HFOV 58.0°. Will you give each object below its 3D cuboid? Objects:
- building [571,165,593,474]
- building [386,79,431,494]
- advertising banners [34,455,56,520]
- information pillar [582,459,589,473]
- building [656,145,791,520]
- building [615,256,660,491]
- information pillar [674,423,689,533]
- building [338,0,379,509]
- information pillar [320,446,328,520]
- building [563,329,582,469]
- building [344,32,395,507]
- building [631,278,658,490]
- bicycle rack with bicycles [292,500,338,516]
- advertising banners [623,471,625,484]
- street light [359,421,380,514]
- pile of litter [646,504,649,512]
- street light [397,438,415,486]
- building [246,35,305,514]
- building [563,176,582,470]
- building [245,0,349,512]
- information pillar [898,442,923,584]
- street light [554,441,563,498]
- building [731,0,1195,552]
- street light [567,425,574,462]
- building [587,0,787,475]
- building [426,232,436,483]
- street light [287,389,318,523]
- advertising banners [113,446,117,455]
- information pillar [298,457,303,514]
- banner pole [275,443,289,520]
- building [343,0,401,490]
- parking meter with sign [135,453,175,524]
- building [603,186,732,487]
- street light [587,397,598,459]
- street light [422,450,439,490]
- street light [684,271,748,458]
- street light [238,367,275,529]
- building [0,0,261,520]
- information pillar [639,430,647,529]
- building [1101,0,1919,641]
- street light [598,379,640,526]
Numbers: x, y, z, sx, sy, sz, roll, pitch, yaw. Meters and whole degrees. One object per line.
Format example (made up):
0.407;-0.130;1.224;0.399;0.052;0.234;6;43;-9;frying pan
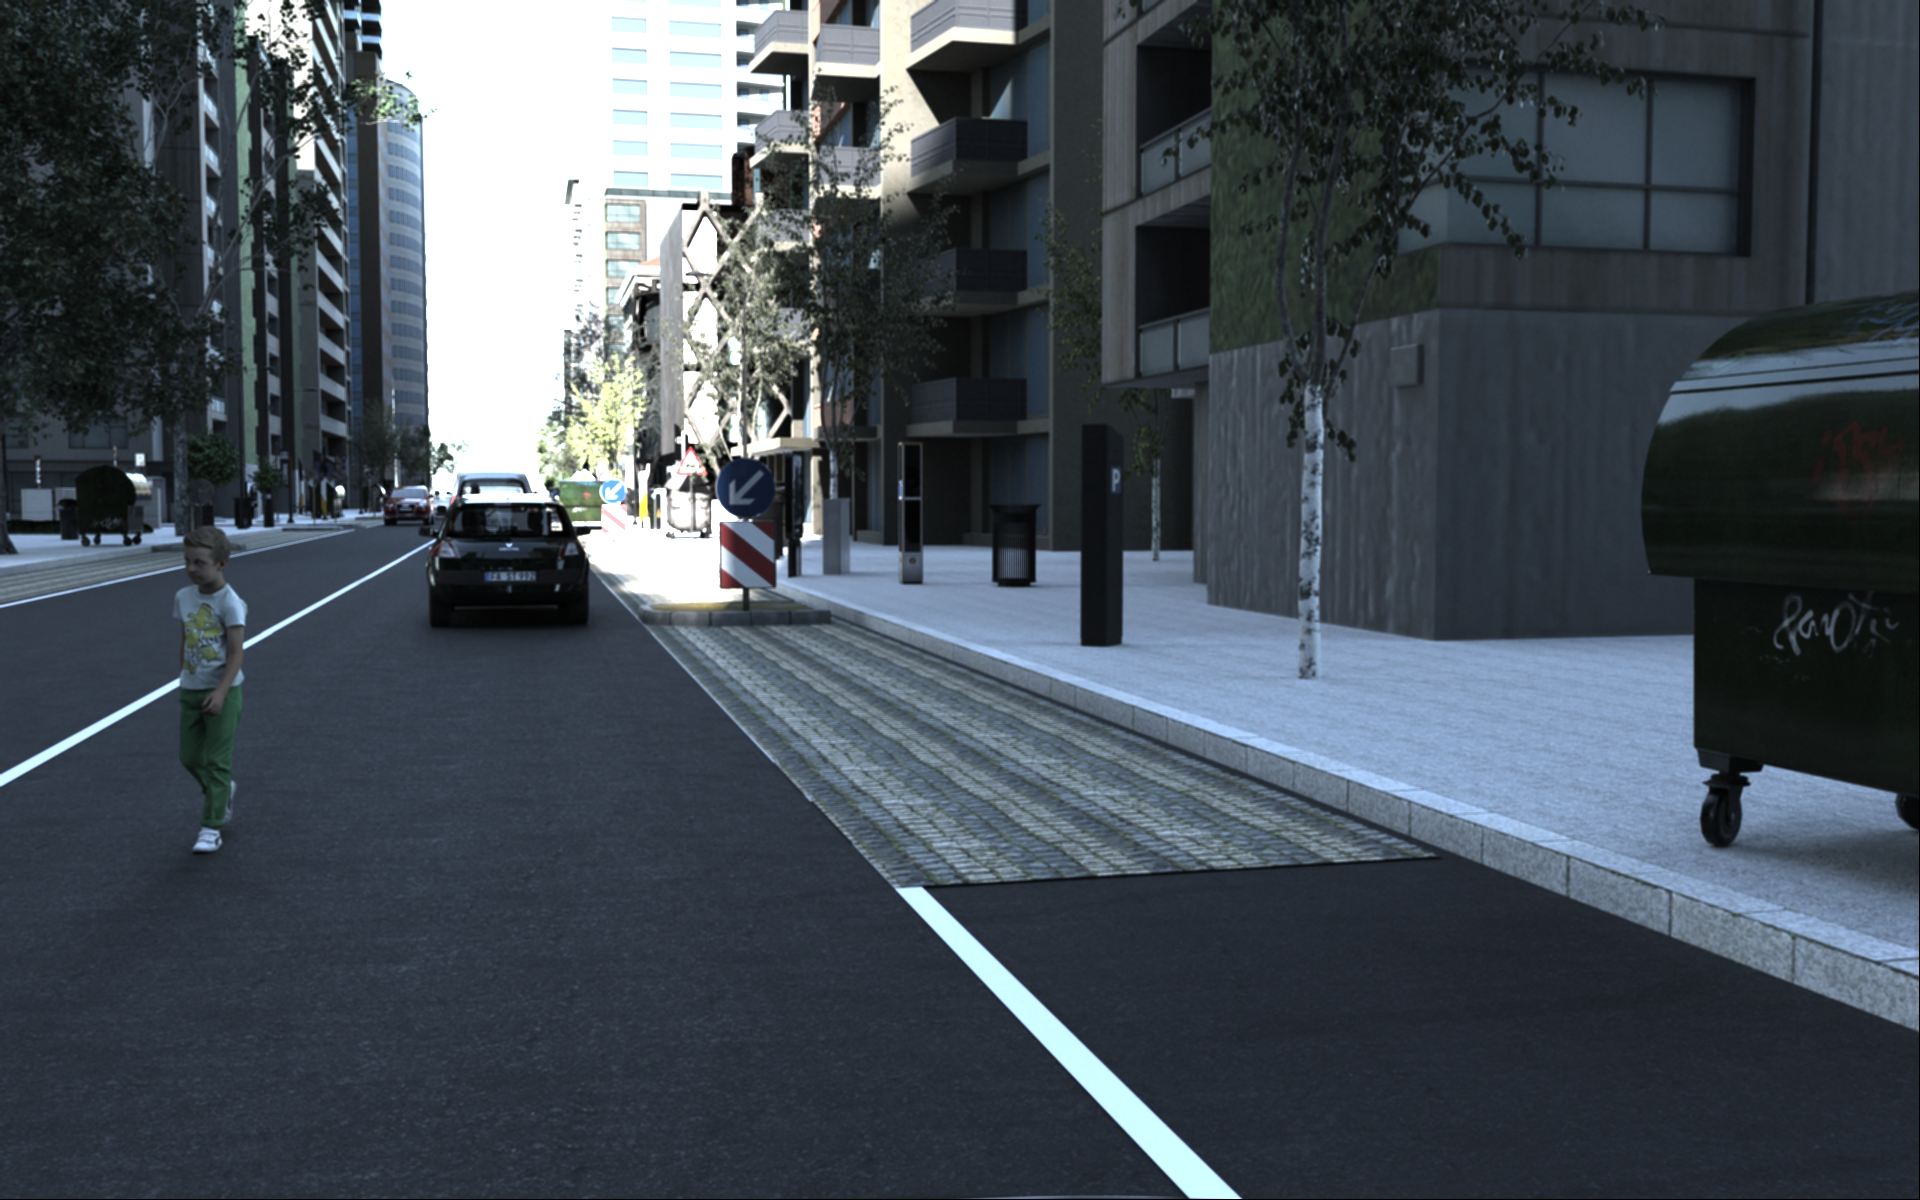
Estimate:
-45.226;-38.790;253.817;23.786;49.044;30.456;-1;4;-14;building
-85.735;-42.741;240.817;21.231;58.520;28.212;-1;4;-14;building
-41.556;-5.060;78.918;0.090;3.025;2.074;0;4;3;advertising banners
-25.063;-7.631;116.113;0.504;3.616;0.183;1;4;20;information pillar
-6.727;-13.707;91.568;16.811;18.784;16.820;-1;4;-14;building
-21.816;-18.720;142.222;11.583;22.565;21.152;-1;4;-14;building
-9.207;-4.033;57.289;0.504;3.616;0.183;-1;4;-18;information pillar
-63.129;-43.713;152.961;20.563;71.187;20.611;-1;4;-14;building
-31.358;-5.747;85.323;0.183;3.616;0.504;-3;5;-41;information pillar
-61.820;-32.400;301.437;14.160;30.474;14.107;-1;4;-14;building
-64.073;-31.885;171.437;14.600;45.320;14.200;-1;4;-14;building
-15.072;-15.722;124.501;16.820;18.784;16.811;-1;4;-14;building
-37.429;-5.343;100.734;2.925;0.926;2.852;-2;4;-26;bicycle rack with bicycles
-25.336;-8.163;129.657;0.090;3.025;2.074;0;4;3;advertising banners
-37.631;-8.427;110.326;1.470;5.913;1.316;-1;4;-14;street light
-17.507;-5.058;96.665;1.176;0.858;1.719;-3;5;-41;pile of litter
-47.505;-10.791;148.966;1.470;5.913;1.316;-1;4;-14;street light
-49.669;-20.602;108.540;14.160;30.474;14.107;-1;4;-14;building
-49.315;-42.402;282.507;28.713;52.752;27.495;-1;4;-14;building
-59.368;-31.098;132.154;21.300;48.544;21.600;-1;4;-14;building
-0.704;-1.237;24.722;0.304;2.012;0.304;-1;4;-12;information pillar
-35.803;-11.279;156.949;1.470;5.913;1.316;-1;4;-14;street light
5.378;-24.314;52.159;22.147;44.769;28.867;-1;4;-14;building
-25.680;-8.837;117.027;1.470;5.913;1.316;-1;4;-14;street light
-29.349;-39.475;187.423;21.231;58.520;28.212;-1;4;-14;building
-94.536;-39.755;269.603;23.786;49.044;30.456;-1;4;-14;building
-28.942;-6.341;76.211;1.470;5.913;1.316;-1;4;-14;street light
-30.630;-4.054;62.471;0.090;3.025;2.074;-1;4;-13;advertising banners
-41.530;-7.203;109.119;0.183;3.616;0.504;-3;5;-39;information pillar
-33.211;-5.799;84.836;0.863;3.779;0.401;-2;4;-25;banner pole
-73.772;-53.720;190.993;22.319;86.520;31.000;-1;4;-14;building
-34.864;-4.828;75.194;0.543;3.016;1.738;1;4;21;parking meter with sign
-27.184;-24.171;166.890;14.160;30.474;14.107;-1;4;-14;building
-17.051;-6.769;83.207;1.470;5.913;1.316;-1;4;-14;street light
-56.137;-12.861;182.812;1.470;5.913;1.316;-1;4;-14;street light
-5.049;-3.900;36.312;1.470;5.913;1.316;-1;4;-14;street light
-25.701;-5.548;63.251;1.470;5.913;1.316;-1;4;-14;street light
-44.081;-24.665;86.872;14.154;41.232;14.086;-1;4;-14;building
-11.615;-4.407;63.413;0.183;3.616;0.504;-2;4;-29;information pillar
9.251;-20.710;22.206;14.154;41.232;14.086;-1;4;-14;building
-13.734;-5.968;70.119;1.470;5.913;1.316;-1;4;-14;street light
